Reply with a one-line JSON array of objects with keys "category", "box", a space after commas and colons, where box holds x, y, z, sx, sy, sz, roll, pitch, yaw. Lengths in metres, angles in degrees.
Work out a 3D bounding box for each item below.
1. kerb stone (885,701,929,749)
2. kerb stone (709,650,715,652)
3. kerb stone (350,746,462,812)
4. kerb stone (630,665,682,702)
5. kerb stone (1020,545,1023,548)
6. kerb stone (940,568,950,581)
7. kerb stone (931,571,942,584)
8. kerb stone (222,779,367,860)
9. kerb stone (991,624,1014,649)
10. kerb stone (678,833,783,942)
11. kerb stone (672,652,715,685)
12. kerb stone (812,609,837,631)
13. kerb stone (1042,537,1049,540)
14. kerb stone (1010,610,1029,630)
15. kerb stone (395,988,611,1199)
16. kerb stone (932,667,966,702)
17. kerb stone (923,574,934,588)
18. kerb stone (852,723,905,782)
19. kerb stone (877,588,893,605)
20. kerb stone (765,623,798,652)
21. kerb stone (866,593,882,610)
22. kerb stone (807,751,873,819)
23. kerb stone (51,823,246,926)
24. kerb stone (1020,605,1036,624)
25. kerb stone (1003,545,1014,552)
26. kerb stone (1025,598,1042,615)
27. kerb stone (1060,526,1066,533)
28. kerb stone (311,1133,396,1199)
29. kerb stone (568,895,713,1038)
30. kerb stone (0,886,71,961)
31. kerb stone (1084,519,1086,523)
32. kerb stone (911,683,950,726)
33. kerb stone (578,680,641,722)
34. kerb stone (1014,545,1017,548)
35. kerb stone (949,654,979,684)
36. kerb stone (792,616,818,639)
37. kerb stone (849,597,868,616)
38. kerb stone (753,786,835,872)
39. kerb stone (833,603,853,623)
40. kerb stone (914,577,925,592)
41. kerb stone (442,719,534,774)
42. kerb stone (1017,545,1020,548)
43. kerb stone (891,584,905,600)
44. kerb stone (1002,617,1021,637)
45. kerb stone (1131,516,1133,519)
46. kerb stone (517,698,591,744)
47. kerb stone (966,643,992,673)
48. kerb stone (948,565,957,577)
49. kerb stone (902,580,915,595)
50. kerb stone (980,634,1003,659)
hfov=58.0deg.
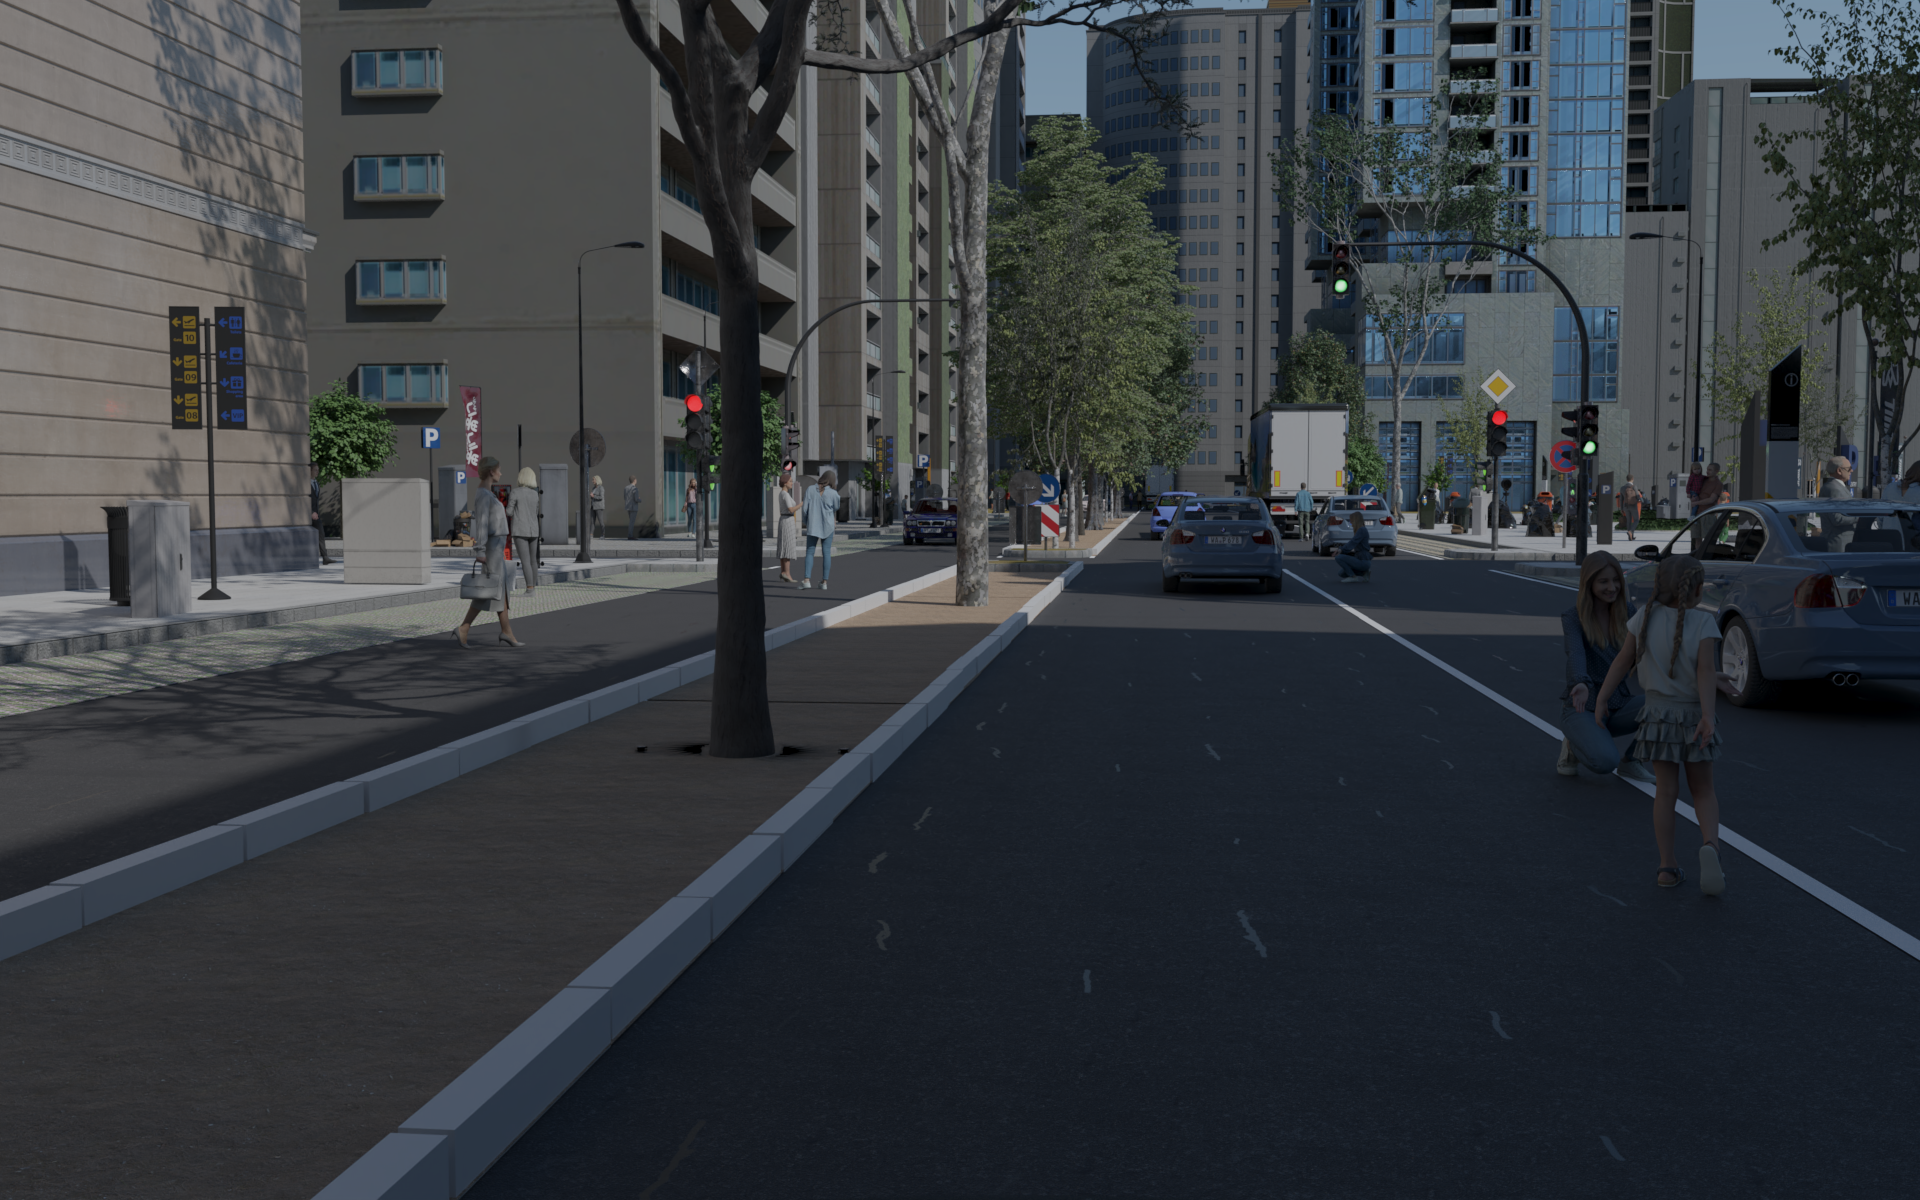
[{"category": "kerb stone", "box": [-0.321, 0.740, 10.111, 0.120, 0.150, 1.000, 0, 4, 6]}, {"category": "kerb stone", "box": [-1.953, 0.479, 14.367, 0.120, 0.150, 1.000, 0, 4, 6]}, {"category": "kerb stone", "box": [-2.641, 0.854, 8.238, 0.120, 0.150, 1.000, 0, 4, 6]}, {"category": "kerb stone", "box": [-2.191, 0.606, 12.324, 0.120, 0.150, 1.000, 0, 4, 6]}, {"category": "kerb stone", "box": [1.464, -1.359, 44.408, 0.120, 0.150, 1.000, 0, 4, 6]}, {"category": "kerb stone", "box": [-0.326, -0.394, 28.634, 0.120, 0.150, 1.000, 0, 4, 6]}, {"category": "kerb stone", "box": [-0.448, -0.332, 27.620, 0.120, 0.150, 1.000, 0, 4, 6]}, {"category": "kerb stone", "box": [-2.771, 0.916, 7.224, 0.120, 0.150, 1.000, 0, 4, 6]}, {"category": "kerb stone", "box": [0.377, 0.365, 16.233, 0.120, 0.150, 1.000, 0, 4, 6]}, {"category": "kerb stone", "box": [-0.791, 0.992, 6.031, 0.120, 0.150, 1.000, 0, 4, 6]}, {"category": "kerb stone", "box": [-2.074, 0.541, 13.346, 0.120, 0.150, 1.000, 0, 4, 6]}, {"category": "kerb stone", "box": [-1.491, 0.230, 18.431, 0.120, 0.150, 1.000, 0, 4, 6]}, {"category": "kerb stone", "box": [2.854, -2.105, 56.645, 0.120, 0.150, 1.000, 0, 4, 6]}, {"category": "kerb stone", "box": [0.602, 0.240, 18.265, 0.120, 0.150, 1.000, 0, 4, 6]}, {"category": "kerb stone", "box": [-1.022, 1.113, 4.000, 0.120, 0.150, 1.000, 0, 4, 6]}, {"category": "kerb stone", "box": [-0.090, 0.614, 12.158, 0.120, 0.150, 1.000, 0, 4, 6]}, {"category": "kerb stone", "box": [-0.554, -0.269, 26.595, 0.120, 0.150, 1.000, 0, 4, 6]}, {"category": "kerb stone", "box": [-0.435, 0.803, 9.095, 0.120, 0.150, 1.000, 0, 4, 6]}, {"category": "kerb stone", "box": [-1.034, -0.019, 22.517, 0.120, 0.150, 1.000, 0, 4, 6]}, {"category": "kerb stone", "box": [-1.723, 0.354, 16.401, 0.120, 0.150, 1.000, 0, 4, 6]}, {"category": "kerb stone", "box": [-1.144, 0.043, 21.498, 0.120, 0.150, 1.000, 0, 4, 6]}, {"category": "kerb stone", "box": [-0.561, 0.864, 8.073, 0.120, 0.150, 1.000, 0, 4, 6]}, {"category": "kerb stone", "box": [-2.886, 0.979, 6.205, 0.120, 0.150, 1.000, 0, 4, 6]}, {"category": "kerb stone", "box": [0.723, 0.187, 19.280, 0.120, 0.150, 1.000, 0, 4, 6]}, {"category": "kerb stone", "box": [1.122, -1.169, 41.348, 0.120, 0.150, 1.000, 0, 4, 6]}, {"category": "kerb stone", "box": [0.835, 0.116, 20.300, 0.120, 0.150, 1.000, 0, 4, 6]}, {"category": "kerb stone", "box": [4.030, -2.731, 66.843, 0.120, 0.150, 1.000, 0, 4, 6]}, {"category": "kerb stone", "box": [-1.141, 1.176, 2.981, 0.120, 0.150, 1.000, 0, 4, 6]}, {"category": "kerb stone", "box": [-0.910, 1.051, 5.016, 0.120, 0.150, 1.000, 0, 4, 6]}, {"category": "kerb stone", "box": [-2.995, 1.043, 5.186, 0.120, 0.150, 1.000, 0, 4, 6]}, {"category": "kerb stone", "box": [6.687, -4.163, 90.268, 0.120, 0.150, 1.000, 0, 4, 6]}, {"category": "kerb stone", "box": [-0.200, 0.677, 11.129, 0.120, 0.150, 1.000, 0, 4, 6]}, {"category": "kerb stone", "box": [-2.307, 0.666, 11.301, 0.120, 0.150, 1.000, 0, 4, 6]}, {"category": "kerb stone", "box": [1.231, -1.232, 42.367, 0.120, 0.150, 1.000, 0, 4, 6]}, {"category": "kerb stone", "box": [0.013, 0.552, 13.175, 0.120, 0.150, 1.000, 0, 4, 6]}, {"category": "kerb stone", "box": [-1.608, 0.292, 17.416, 0.120, 0.150, 1.000, 0, 4, 6]}, {"category": "kerb stone", "box": [-1.259, 0.105, 20.477, 0.120, 0.150, 1.000, 0, 4, 6]}, {"category": "kerb stone", "box": [-0.670, 0.926, 7.057, 0.120, 0.150, 1.000, 0, 4, 6]}, {"category": "kerb stone", "box": [-1.379, 0.173, 19.453, 0.120, 0.150, 1.000, 0, 4, 6]}, {"category": "kerb stone", "box": [-0.676, -0.207, 25.574, 0.120, 0.150, 1.000, 0, 4, 6]}, {"category": "kerb stone", "box": [-2.531, 0.791, 9.260, 0.120, 0.150, 1.000, 0, 4, 6]}, {"category": "kerb stone", "box": [1.352, -1.296, 43.392, 0.120, 0.150, 1.000, 0, 4, 6]}, {"category": "kerb stone", "box": [-0.912, -0.082, 23.543, 0.120, 0.150, 1.000, 0, 4, 6]}, {"category": "kerb stone", "box": [0.483, 0.302, 17.250, 0.120, 0.150, 1.000, 0, 4, 6]}, {"category": "kerb stone", "box": [8.881, -4.210, 91.031, 0.120, 0.150, 1.000, 0, 4, 6]}, {"category": "kerb stone", "box": [-2.428, 0.729, 10.283, 0.120, 0.150, 1.000, 0, 4, 6]}, {"category": "kerb stone", "box": [0.135, 0.491, 14.190, 0.120, 0.150, 1.000, 0, 4, 6]}, {"category": "kerb stone", "box": [-0.214, -0.456, 29.650, 0.120, 0.150, 1.000, 0, 4, 6]}, {"category": "kerb stone", "box": [-0.799, -0.144, 24.559, 0.120, 0.150, 1.000, 0, 4, 6]}, {"category": "kerb stone", "box": [0.252, 0.432, 15.219, 0.120, 0.150, 1.000, 0, 4, 6]}]
